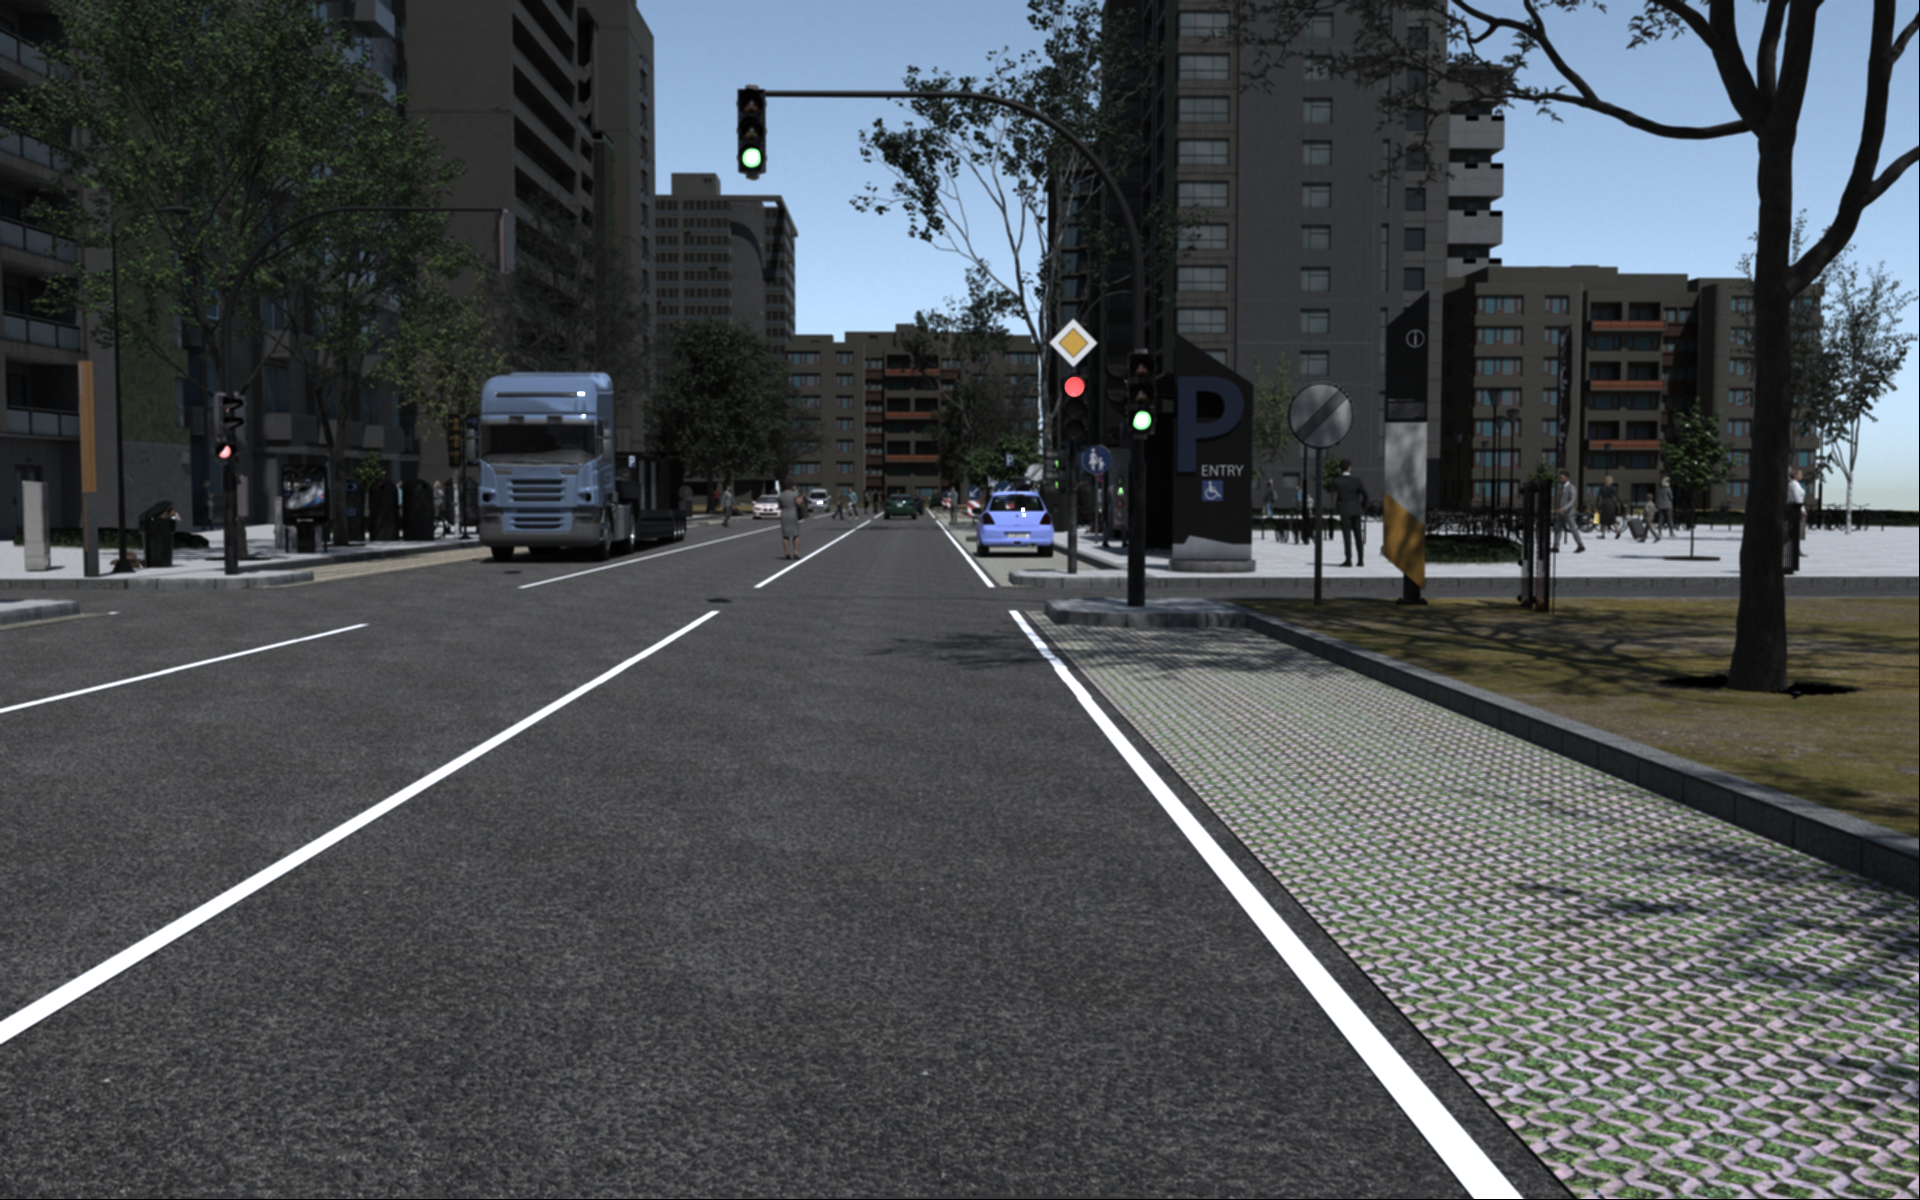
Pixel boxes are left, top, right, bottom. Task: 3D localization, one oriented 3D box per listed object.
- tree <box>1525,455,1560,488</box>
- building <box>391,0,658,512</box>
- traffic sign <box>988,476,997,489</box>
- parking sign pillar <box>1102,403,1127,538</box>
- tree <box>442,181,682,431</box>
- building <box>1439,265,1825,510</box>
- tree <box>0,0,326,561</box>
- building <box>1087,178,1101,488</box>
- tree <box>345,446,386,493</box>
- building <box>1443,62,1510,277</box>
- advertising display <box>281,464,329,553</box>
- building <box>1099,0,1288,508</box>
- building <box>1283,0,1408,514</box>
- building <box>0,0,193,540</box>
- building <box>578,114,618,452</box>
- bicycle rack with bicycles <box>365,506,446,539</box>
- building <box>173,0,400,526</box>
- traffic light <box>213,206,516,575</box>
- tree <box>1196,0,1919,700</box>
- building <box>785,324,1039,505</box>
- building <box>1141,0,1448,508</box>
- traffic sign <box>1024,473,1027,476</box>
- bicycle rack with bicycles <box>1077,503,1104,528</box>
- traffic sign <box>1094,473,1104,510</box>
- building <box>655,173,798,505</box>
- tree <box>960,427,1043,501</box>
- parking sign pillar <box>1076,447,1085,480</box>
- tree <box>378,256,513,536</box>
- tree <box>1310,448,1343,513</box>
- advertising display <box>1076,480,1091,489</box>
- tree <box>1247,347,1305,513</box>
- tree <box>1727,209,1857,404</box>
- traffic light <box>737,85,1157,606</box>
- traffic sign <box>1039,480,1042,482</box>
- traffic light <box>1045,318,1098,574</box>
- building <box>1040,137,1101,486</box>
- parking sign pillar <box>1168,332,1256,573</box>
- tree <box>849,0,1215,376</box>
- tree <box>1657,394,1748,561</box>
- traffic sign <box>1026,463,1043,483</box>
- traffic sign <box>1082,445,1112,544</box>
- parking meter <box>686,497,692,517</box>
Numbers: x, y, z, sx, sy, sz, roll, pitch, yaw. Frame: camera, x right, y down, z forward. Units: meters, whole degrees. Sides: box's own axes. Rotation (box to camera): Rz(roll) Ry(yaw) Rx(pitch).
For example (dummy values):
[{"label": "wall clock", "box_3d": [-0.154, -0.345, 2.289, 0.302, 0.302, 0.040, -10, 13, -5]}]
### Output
[{"label": "tree", "box_3d": [28.585, -5.542, 85.211, 1.663, 3.219, 1.824, 0, 3, 0]}, {"label": "building", "box_3d": [-39.566, -32.574, 156.281, 21.600, 48.544, 21.300, 0, 4, -1]}, {"label": "traffic sign", "box_3d": [1.846, -5.730, 95.820, 0.606, 2.300, 0.079, 0, 4, -1]}, {"label": "parking sign pillar", "box_3d": [4.942, -3.848, 51.392, 1.447, 3.967, 1.447, -1, 4, -14]}, {"label": "tree", "box_3d": [-15.852, -9.712, 69.168, 12.009, 13.543, 11.850, 0, 3, 0]}, {"label": "building", "box_3d": [56.126, -19.012, 155.882, 28.899, 21.520, 27.650, 0, 4, -1]}, {"label": "tree", "box_3d": [-14.165, -6.579, 33.318, 9.928, 11.665, 9.643, 0, 3, 0]}, {"label": "building", "box_3d": [18.610, -23.801, 160.843, 14.160, 30.474, 14.107, 0, 4, -1]}, {"label": "tree", "box_3d": [-23.492, -4.572, 69.355, 1.663, 3.219, 1.824, 0, 3, 0]}, {"label": "building", "box_3d": [51.343, -38.130, 212.659, 27.495, 52.752, 28.713, 0, 4, -1]}, {"label": "advertising display", "box_3d": [-14.278, -1.992, 37.782, 0.974, 1.923, 0.123, 0, 4, 2]}, {"label": "building", "box_3d": [18.623, -28.276, 145.902, 14.154, 41.232, 14.086, 0, 4, -1]}, {"label": "building", "box_3d": [19.924, -26.159, 111.292, 14.154, 41.232, 14.086, 0, 4, -1]}, {"label": "building", "box_3d": [-31.885, -22.305, 48.280, 14.154, 41.232, 14.086, 0, 4, -1]}, {"label": "building", "box_3d": [-34.290, -22.004, 131.472, 14.160, 30.474, 14.107, 0, 4, -1]}, {"label": "bicycle rack with bicycles", "box_3d": [-16.078, -2.238, 49.971, 2.925, 0.926, 2.852, 1, 4, 16]}, {"label": "building", "box_3d": [-39.624, -28.141, 79.717, 23.786, 49.044, 30.456, 0, 4, -1]}, {"label": "traffic light", "box_3d": [-9.478, -3.232, 27.512, 4.771, 5.953, 1.251, 0, 4, -1]}, {"label": "tree", "box_3d": [5.400, -6.156, 11.015, 12.009, 13.543, 11.850, 0, 3, 0]}, {"label": "building", "box_3d": [-5.786, -22.408, 211.403, 28.899, 21.520, 27.650, 0, 4, -1]}, {"label": "building", "box_3d": [22.731, -42.173, 127.772, 20.563, 71.187, 20.611, 0, 4, -1]}, {"label": "traffic sign", "box_3d": [3.453, -5.029, 81.963, 0.795, 2.593, 0.064, 0, 4, 7]}, {"label": "bicycle rack with bicycles", "box_3d": [5.079, -3.240, 66.352, 2.925, 0.926, 2.852, -2, 4, -23]}, {"label": "traffic sign", "box_3d": [5.968, -4.421, 72.390, 0.768, 2.556, 0.104, 0, 4, 2]}, {"label": "building", "box_3d": [-32.451, -31.836, 212.401, 23.993, 40.220, 32.217, 0, 4, -1]}, {"label": "tree", "box_3d": [2.763, -6.158, 84.395, 4.285, 4.588, 4.351, 0, 3, 0]}, {"label": "parking sign pillar", "box_3d": [5.436, -5.613, 80.248, 1.447, 3.967, 1.447, 1, 4, 16]}, {"label": "tree", "box_3d": [-15.407, -6.252, 52.578, 4.737, 8.622, 4.395, 0, 3, 0]}, {"label": "tree", "box_3d": [15.471, -4.769, 72.576, 1.663, 3.219, 1.824, 0, 3, 0]}, {"label": "advertising display", "box_3d": [5.511, -4.485, 78.548, 0.974, 1.923, 0.123, -2, 4, -29]}, {"label": "tree", "box_3d": [15.736, -8.390, 87.544, 4.737, 8.622, 4.395, 0, 3, 0]}, {"label": "tree", "box_3d": [22.177, -5.836, 45.779, 4.360, 8.622, 3.978, 0, 3, 0]}, {"label": "traffic light", "box_3d": [-0.091, -2.749, 19.607, 4.771, 5.953, 1.251, 0, 4, -1]}, {"label": "traffic sign", "box_3d": [3.894, -4.633, 75.758, 0.884, 2.594, 0.081, 0, 4, 0]}, {"label": "traffic light", "box_3d": [1.790, -2.377, 27.785, 0.839, 4.253, 0.868, 0, 4, -1]}, {"label": "building", "box_3d": [23.254, -33.907, 209.008, 28.867, 44.769, 22.147, 0, 4, -1]}, {"label": "parking sign pillar", "box_3d": [4.202, -2.464, 28.755, 1.447, 3.967, 1.447, 1, 4, 11]}, {"label": "tree", "box_3d": [2.419, -12.541, 60.940, 12.611, 20.169, 13.585, 0, 3, 0]}, {"label": "tree", "box_3d": [14.426, -2.392, 33.711, 1.663, 3.219, 1.824, 0, 3, 0]}, {"label": "traffic sign", "box_3d": [3.126, -4.377, 71.674, 0.768, 2.556, 0.104, 0, 4, 3]}, {"label": "traffic sign", "box_3d": [3.529, -2.729, 44.728, 0.768, 2.556, 0.104, 0, 4, 5]}, {"label": "parking meter", "box_3d": [-14.946, -5.326, 95.496, 0.372, 1.533, 0.369, 0, 3, 0]}]
